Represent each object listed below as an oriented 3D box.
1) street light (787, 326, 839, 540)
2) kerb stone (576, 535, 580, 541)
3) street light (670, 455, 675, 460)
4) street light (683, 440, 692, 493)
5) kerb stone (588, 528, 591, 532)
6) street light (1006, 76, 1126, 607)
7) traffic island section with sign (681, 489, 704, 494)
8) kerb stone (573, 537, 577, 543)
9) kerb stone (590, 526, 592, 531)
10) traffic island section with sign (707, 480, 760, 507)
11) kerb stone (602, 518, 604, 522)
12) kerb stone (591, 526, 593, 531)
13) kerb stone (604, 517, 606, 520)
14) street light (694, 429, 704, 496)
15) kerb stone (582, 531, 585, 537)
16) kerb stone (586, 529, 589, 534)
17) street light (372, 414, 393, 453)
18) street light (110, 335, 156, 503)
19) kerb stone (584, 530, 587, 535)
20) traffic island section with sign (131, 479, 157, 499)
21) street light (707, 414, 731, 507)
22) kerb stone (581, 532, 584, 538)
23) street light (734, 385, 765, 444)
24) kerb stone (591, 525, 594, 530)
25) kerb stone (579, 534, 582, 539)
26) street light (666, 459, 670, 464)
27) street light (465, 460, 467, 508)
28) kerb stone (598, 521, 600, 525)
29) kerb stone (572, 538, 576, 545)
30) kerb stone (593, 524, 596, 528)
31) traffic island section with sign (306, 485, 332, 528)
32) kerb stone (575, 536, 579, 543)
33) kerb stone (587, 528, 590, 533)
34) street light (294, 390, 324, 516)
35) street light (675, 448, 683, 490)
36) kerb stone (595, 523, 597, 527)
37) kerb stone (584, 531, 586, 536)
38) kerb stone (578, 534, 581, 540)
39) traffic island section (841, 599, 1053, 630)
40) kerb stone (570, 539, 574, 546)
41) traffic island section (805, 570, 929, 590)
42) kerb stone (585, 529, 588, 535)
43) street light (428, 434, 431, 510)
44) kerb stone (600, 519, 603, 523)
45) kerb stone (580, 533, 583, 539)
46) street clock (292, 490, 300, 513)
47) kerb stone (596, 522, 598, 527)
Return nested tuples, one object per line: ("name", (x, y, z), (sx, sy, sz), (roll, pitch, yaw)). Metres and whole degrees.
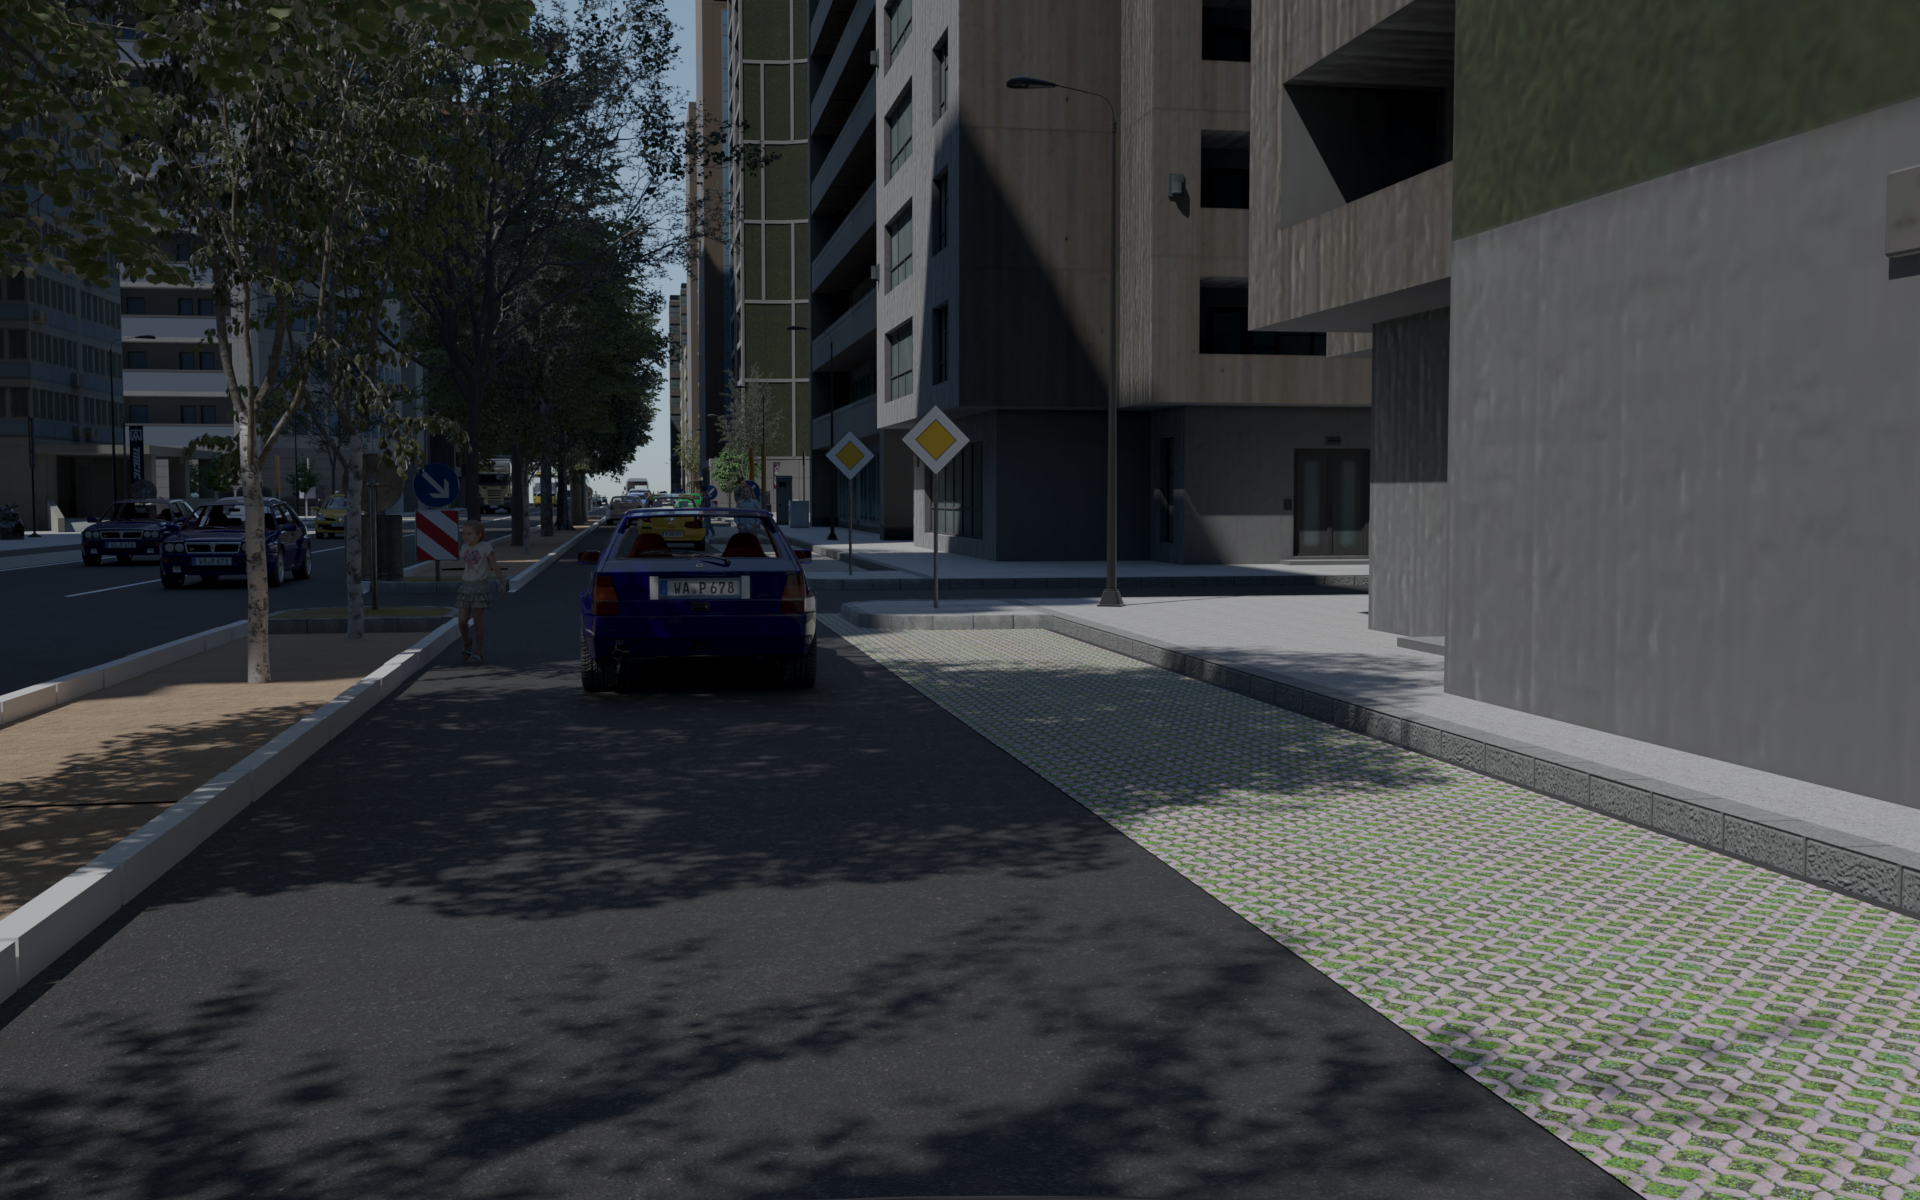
("street light", (-4.091, -4.618, 48.040), (1.470, 5.913, 1.316), (-1, 4, -10))
("kerb stone", (-11.217, -1.724, 50.375), (0.120, 0.150, 1.000), (-1, 4, -10))
("street light", (-33.227, -14.204, 204.780), (1.470, 5.913, 1.316), (-1, 4, -10))
("street light", (-22.967, -10.836, 149.708), (1.470, 5.913, 1.316), (-1, 4, -10))
("kerb stone", (-13.280, -2.395, 61.473), (0.120, 0.150, 1.000), (-1, 4, -10))
("street light", (1.199, -2.875, 19.541), (1.470, 5.913, 1.316), (-1, 4, -10))
("traffic island section with sign", (-11.150, -4.143, 76.364), (1.989, 1.847, 2.006), (-1, 4, -10))
("kerb stone", (-10.837, -1.600, 48.357), (0.120, 0.150, 1.000), (-1, 4, -10))
("kerb stone", (-13.650, -2.520, 63.490), (0.120, 0.150, 1.000), (-1, 4, -10))
("traffic island section with sign", (-6.227, -2.522, 49.860), (1.989, 1.847, 2.006), (-1, 4, -10))
("kerb stone", (-17.393, -3.757, 83.629), (0.120, 0.150, 1.000), (-1, 4, -10))
("kerb stone", (-13.832, -2.587, 64.496), (0.120, 0.150, 1.000), (-1, 4, -10))
("kerb stone", (-18.141, -4.004, 87.663), (0.120, 0.150, 1.000), (-1, 4, -10))
("street light", (-18.057, -9.230, 123.452), (1.470, 5.913, 1.316), (-1, 4, -10))
("kerb stone", (-12.149, -2.028, 55.413), (0.120, 0.150, 1.000), (-1, 4, -10))
("kerb stone", (-12.902, -2.278, 59.450), (0.120, 0.150, 1.000), (-1, 4, -10))
("street light", (-33.302, -7.790, 99.907), (1.470, 5.913, 1.316), (-1, 4, -10))
("street light", (-24.153, -4.773, 50.581), (1.470, 5.913, 1.316), (-1, 4, -10))
("kerb stone", (-12.524, -2.154, 57.426), (0.120, 0.150, 1.000), (-1, 4, -10))
("traffic island section with sign", (-21.926, -2.308, 46.367), (1.989, 1.847, 2.006), (-1, 4, -10))
("street light", (-13.991, -7.863, 101.099), (1.470, 5.913, 1.316), (-1, 4, -10))
("kerb stone", (-11.968, -1.970, 54.405), (0.120, 0.150, 1.000), (-1, 4, -10))
("street light", (-8.959, -6.224, 74.304), (1.470, 5.913, 1.316), (-1, 4, -10))
("kerb stone", (-14.023, -2.647, 65.500), (0.120, 0.150, 1.000), (-1, 4, -10))
("kerb stone", (-11.589, -1.847, 52.392), (0.120, 0.150, 1.000), (-1, 4, -10))
("street light", (-38.278, -15.870, 232.016), (1.470, 5.913, 1.316), (-1, 4, -10))
("street light", (-43.417, -11.104, 154.097), (1.470, 5.913, 1.316), (-1, 4, -10))
("kerb stone", (-15.908, -3.263, 75.579), (0.120, 0.150, 1.000), (-1, 4, -10))
("kerb stone", (-10.654, -1.534, 47.352), (0.120, 0.150, 1.000), (-1, 4, -10))
("kerb stone", (-14.590, -2.833, 68.517), (0.120, 0.150, 1.000), (-1, 4, -10))
("traffic island section with sign", (-26.897, -3.947, 73.155), (1.989, 1.847, 2.006), (-1, 4, -10))
("kerb stone", (-11.023, -1.662, 49.365), (0.120, 0.150, 1.000), (-1, 4, -10))
("kerb stone", (-13.084, -2.341, 60.463), (0.120, 0.150, 1.000), (-1, 4, -10))
("street light", (-29.199, -6.428, 77.634), (1.470, 5.913, 1.316), (-1, 4, -10))
("street light", (-27.954, -12.473, 176.469), (1.470, 5.913, 1.316), (-1, 4, -10))
("kerb stone", (-14.959, -2.957, 70.538), (0.120, 0.150, 1.000), (-1, 4, -10))
("kerb stone", (-12.333, -2.091, 56.422), (0.120, 0.150, 1.000), (-1, 4, -10))
("kerb stone", (-11.400, -1.784, 51.381), (0.120, 0.150, 1.000), (-1, 4, -10))
("traffic island section", (-0.254, 0.167, 19.553), (2.009, 0.180, 2.903), (-1, 4, -10))
("kerb stone", (-10.465, -1.477, 46.344), (0.120, 0.150, 1.000), (-1, 4, -10))
("traffic island section", (-1.713, -0.313, 27.404), (2.009, 0.180, 2.903), (-1, 4, -10))
("kerb stone", (-12.711, -2.216, 58.431), (0.120, 0.150, 1.000), (-1, 4, -10))
("street light", (-38.362, -9.441, 126.907), (1.470, 5.913, 1.316), (-1, 4, -10))
("kerb stone", (-16.827, -3.573, 80.607), (0.120, 0.150, 1.000), (-1, 4, -10))
("kerb stone", (-11.782, -1.906, 53.401), (0.120, 0.150, 1.000), (-1, 4, -10))
("street clock", (-31.633, -4.769, 82.536), (0.471, 2.002, 0.358), (-2, 4, -34))
("kerb stone", (-15.331, -3.080, 72.559), (0.120, 0.150, 1.000), (-1, 4, -10))
